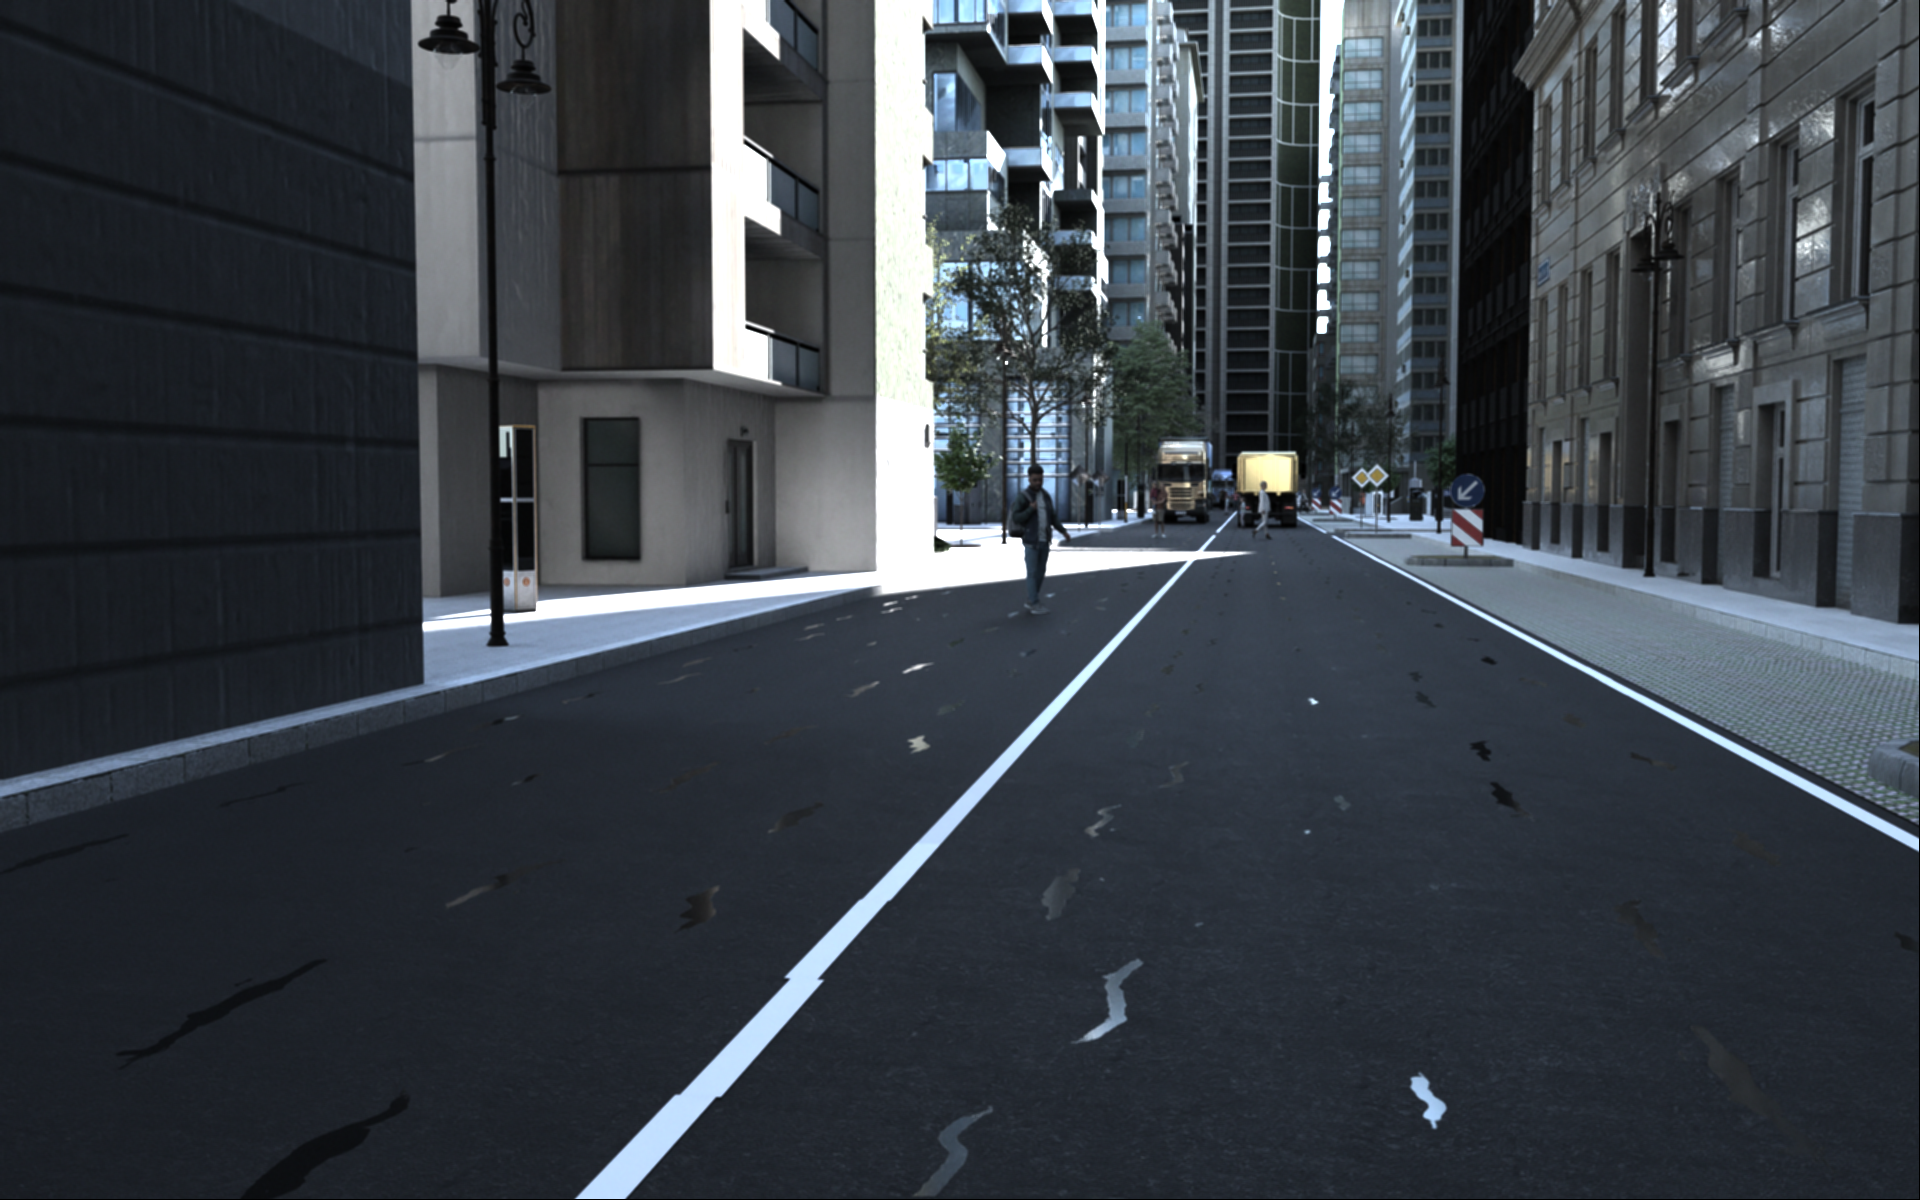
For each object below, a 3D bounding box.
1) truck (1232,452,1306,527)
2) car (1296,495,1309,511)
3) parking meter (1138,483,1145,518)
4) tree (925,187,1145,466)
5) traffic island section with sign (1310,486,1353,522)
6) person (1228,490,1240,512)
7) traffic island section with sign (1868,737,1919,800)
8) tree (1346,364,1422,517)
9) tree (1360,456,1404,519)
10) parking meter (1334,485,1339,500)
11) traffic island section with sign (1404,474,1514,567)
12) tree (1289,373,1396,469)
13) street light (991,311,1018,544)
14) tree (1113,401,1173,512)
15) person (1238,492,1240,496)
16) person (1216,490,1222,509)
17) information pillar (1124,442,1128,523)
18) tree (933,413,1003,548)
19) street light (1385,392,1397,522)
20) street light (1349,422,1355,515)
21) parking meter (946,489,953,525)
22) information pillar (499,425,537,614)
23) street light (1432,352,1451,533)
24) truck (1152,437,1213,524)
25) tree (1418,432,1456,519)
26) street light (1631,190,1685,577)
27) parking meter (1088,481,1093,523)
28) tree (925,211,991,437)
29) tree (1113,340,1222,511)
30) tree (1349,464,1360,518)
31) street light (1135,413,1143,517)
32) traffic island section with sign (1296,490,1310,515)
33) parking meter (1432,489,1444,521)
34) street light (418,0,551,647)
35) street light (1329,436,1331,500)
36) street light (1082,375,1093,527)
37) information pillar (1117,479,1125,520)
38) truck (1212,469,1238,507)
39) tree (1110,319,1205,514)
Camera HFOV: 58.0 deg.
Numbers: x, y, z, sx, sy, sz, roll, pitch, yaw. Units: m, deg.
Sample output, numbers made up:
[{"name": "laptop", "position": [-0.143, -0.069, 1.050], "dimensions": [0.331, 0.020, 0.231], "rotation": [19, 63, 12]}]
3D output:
[{"name": "truck", "position": [13.877, -5.020, 77.996], "dimensions": [3.469, 3.379, 9.791], "rotation": [1, 4, 10]}, {"name": "car", "position": [29.557, -8.525, 151.750], "dimensions": [2.083, 1.381, 4.827], "rotation": [0, 4, 8]}, {"name": "parking meter", "position": [9.756, -5.348, 93.155], "dimensions": [0.255, 1.863, 0.399], "rotation": [1, 4, 23]}, {"name": "tree", "position": [2.066, -7.277, 53.393], "dimensions": [7.601, 10.594, 8.767], "rotation": [0, 4, -6]}, {"name": "traffic island section with sign", "position": [19.234, -4.940, 89.389], "dimensions": [1.989, 1.847, 2.006], "rotation": [1, 4, 10]}, {"name": "person", "position": [22.634, -8.136, 142.237], "dimensions": [1.217, 1.743, 0.721], "rotation": [0, 4, 4]}, {"name": "traffic island section with sign", "position": [5.487, 0.033, 8.091], "dimensions": [1.989, 1.847, 2.006], "rotation": [1, 4, 10]}, {"name": "tree", "position": [24.022, -9.071, 98.681], "dimensions": [4.360, 8.622, 3.978], "rotation": [0, 3, 0]}, {"name": "tree", "position": [21.626, -5.723, 88.176], "dimensions": [1.663, 3.219, 1.824], "rotation": [0, 3, 0]}, {"name": "parking meter", "position": [25.112, -6.712, 115.451], "dimensions": [0.255, 1.863, 0.399], "rotation": [0, 4, 5]}, {"name": "traffic island section with sign", "position": [10.028, -1.610, 34.952], "dimensions": [1.989, 1.847, 2.006], "rotation": [1, 4, 10]}, {"name": "tree", "position": [29.469, -12.093, 132.131], "dimensions": [8.767, 10.594, 7.601], "rotation": [0, 4, 6]}, {"name": "street light", "position": [1.128, -4.353, 43.963], "dimensions": [0.468, 5.910, 1.993], "rotation": [1, 4, 10]}, {"name": "tree", "position": [12.932, -10.473, 121.598], "dimensions": [4.360, 8.622, 3.978], "rotation": [0, 3, 0]}, {"name": "person", "position": [24.088, -8.531, 148.702], "dimensions": [0.721, 1.735, 1.217], "rotation": [1, 4, 9]}, {"name": "person", "position": [25.268, -9.727, 167.544], "dimensions": [0.705, 1.823, 1.348], "rotation": [-3, 5, -42]}, {"name": "information pillar", "position": [7.487, -5.307, 78.125], "dimensions": [0.183, 3.616, 0.504], "rotation": [0, 4, 3]}, {"name": "tree", "position": [-0.068, -2.881, 41.701], "dimensions": [1.663, 3.219, 1.824], "rotation": [0, 3, 0]}, {"name": "street light", "position": [19.577, -6.490, 78.902], "dimensions": [0.468, 5.910, 1.993], "rotation": [1, 4, 10]}, {"name": "street light", "position": [24.570, -8.298, 108.456], "dimensions": [0.468, 5.910, 1.993], "rotation": [1, 4, 10]}, {"name": "parking meter", "position": [-0.431, -4.088, 72.543], "dimensions": [0.255, 1.863, 0.399], "rotation": [0, 4, 3]}, {"name": "information pillar", "position": [-4.797, -0.871, 18.728], "dimensions": [0.304, 2.012, 0.304], "rotation": [2, 4, 35]}, {"name": "street light", "position": [15.662, -5.118, 56.464], "dimensions": [0.468, 5.910, 1.993], "rotation": [1, 4, 10]}, {"name": "truck", "position": [11.391, -6.038, 87.629], "dimensions": [2.839, 4.237, 11.283], "rotation": [1, 4, 10]}, {"name": "tree", "position": [25.762, -6.553, 90.848], "dimensions": [4.285, 4.588, 4.351], "rotation": [0, 3, 0]}, {"name": "street light", "position": [10.709, -3.299, 26.729], "dimensions": [0.468, 5.910, 1.993], "rotation": [1, 4, 10]}, {"name": "parking meter", "position": [5.689, -4.280, 75.684], "dimensions": [0.255, 1.863, 0.399], "rotation": [0, 4, 1]}, {"name": "tree", "position": [-1.234, -5.846, 45.951], "dimensions": [4.360, 8.622, 3.978], "rotation": [0, 3, 0]}, {"name": "tree", "position": [15.082, -13.719, 134.672], "dimensions": [12.009, 13.543, 11.850], "rotation": [0, 3, 0]}, {"name": "tree", "position": [22.244, -6.118, 94.636], "dimensions": [1.663, 3.219, 1.824], "rotation": [0, 3, 0]}, {"name": "street light", "position": [9.947, -7.564, 96.461], "dimensions": [0.468, 5.910, 1.993], "rotation": [1, 4, 10]}, {"name": "traffic island section with sign", "position": [23.767, -6.580, 116.208], "dimensions": [1.989, 1.847, 2.006], "rotation": [1, 4, 10]}, {"name": "parking meter", "position": [22.985, -4.563, 83.018], "dimensions": [0.372, 1.533, 0.369], "rotation": [0, 3, 0]}, {"name": "street light", "position": [-3.912, -2.550, 14.475], "dimensions": [0.468, 5.910, 1.993], "rotation": [1, 4, 10]}, {"name": "street light", "position": [29.584, -10.132, 138.439], "dimensions": [0.468, 5.910, 1.993], "rotation": [1, 4, 10]}, {"name": "street light", "position": [4.901, -5.761, 66.974], "dimensions": [0.468, 5.910, 1.993], "rotation": [1, 4, 10]}, {"name": "information pillar", "position": [8.089, -5.044, 86.968], "dimensions": [0.304, 2.012, 0.304], "rotation": [3, 5, 41]}, {"name": "truck", "position": [29.968, -12.555, 195.033], "dimensions": [2.967, 4.110, 18.799], "rotation": [1, 4, 11]}, {"name": "tree", "position": [11.971, -11.873, 112.244], "dimensions": [7.486, 12.596, 7.792], "rotation": [0, 3, 0]}]
